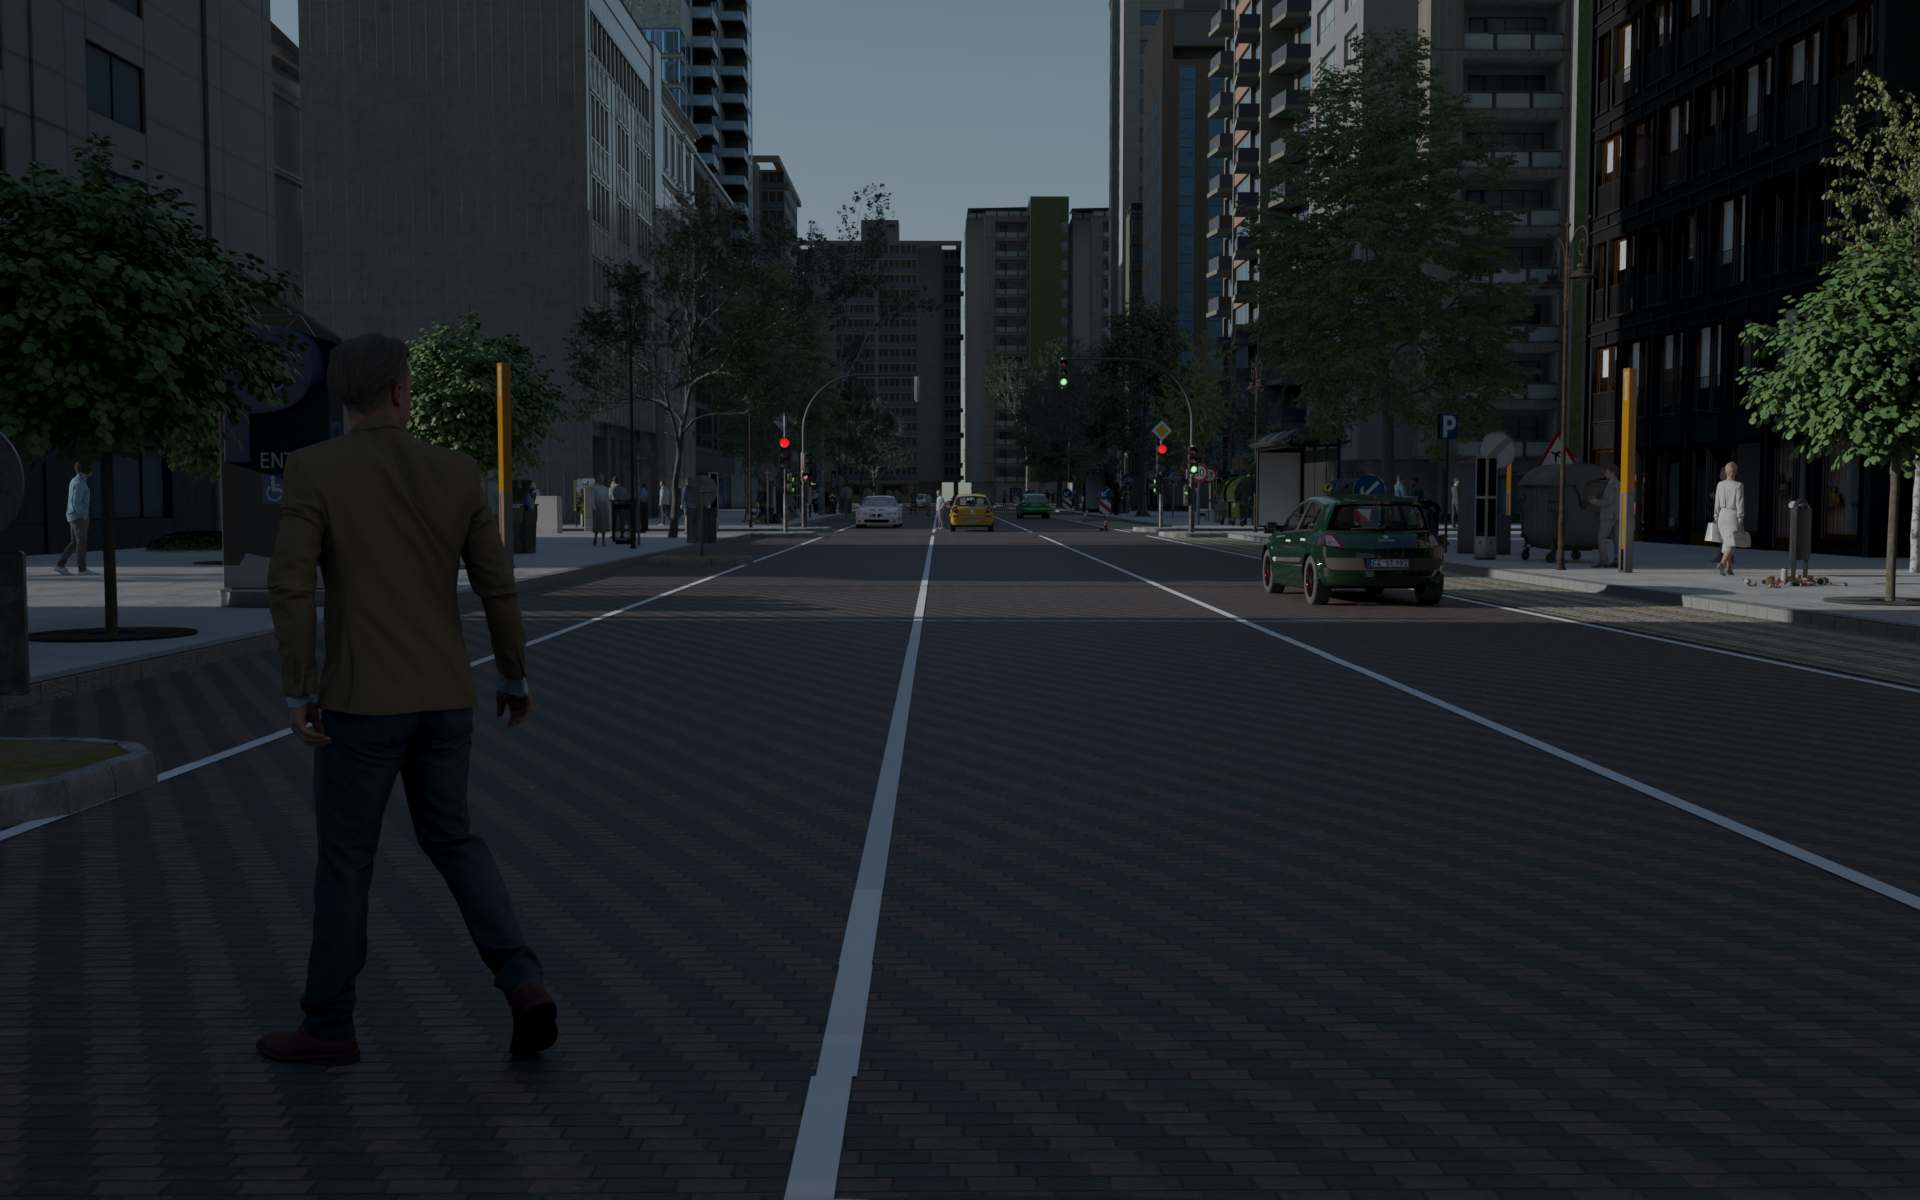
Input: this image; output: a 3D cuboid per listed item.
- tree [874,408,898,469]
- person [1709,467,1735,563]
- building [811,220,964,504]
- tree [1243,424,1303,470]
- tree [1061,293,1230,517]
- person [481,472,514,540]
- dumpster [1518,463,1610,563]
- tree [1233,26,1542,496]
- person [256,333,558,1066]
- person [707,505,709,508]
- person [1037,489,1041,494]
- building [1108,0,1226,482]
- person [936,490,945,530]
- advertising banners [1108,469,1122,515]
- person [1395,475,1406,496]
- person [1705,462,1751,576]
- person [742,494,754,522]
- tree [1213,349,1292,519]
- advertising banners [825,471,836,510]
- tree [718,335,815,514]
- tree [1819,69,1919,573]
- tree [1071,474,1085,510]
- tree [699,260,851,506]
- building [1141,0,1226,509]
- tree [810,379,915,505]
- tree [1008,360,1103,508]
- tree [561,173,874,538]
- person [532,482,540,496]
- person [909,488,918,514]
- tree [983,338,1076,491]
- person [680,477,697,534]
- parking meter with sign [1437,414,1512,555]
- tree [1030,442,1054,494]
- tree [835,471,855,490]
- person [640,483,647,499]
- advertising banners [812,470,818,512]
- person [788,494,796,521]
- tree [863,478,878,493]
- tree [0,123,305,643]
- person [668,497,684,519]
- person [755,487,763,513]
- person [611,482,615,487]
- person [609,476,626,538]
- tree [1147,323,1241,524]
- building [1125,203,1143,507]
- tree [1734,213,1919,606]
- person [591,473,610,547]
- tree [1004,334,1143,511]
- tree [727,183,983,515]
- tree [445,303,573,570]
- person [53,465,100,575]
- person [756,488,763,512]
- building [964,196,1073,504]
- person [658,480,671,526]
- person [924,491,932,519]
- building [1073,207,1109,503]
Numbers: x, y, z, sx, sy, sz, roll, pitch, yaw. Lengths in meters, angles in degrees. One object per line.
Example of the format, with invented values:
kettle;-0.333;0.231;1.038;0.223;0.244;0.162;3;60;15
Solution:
tree;-9.340;-12.358;136.457;8.767;10.594;7.601;-2;4;-33
person;14.152;-1.589;32.209;0.526;1.800;0.537;3;5;45
building;-11.473;-34.025;248.193;23.993;40.220;32.217;0;4;-1
tree;14.901;-5.985;81.576;4.285;4.588;4.351;0;3;0
tree;10.559;-11.114;98.714;9.611;12.733;9.660;0;3;0
person;-9.465;-1.749;35.123;0.782;1.767;0.515;-2;4;-23
dumpster;11.471;-1.655;32.810;1.264;1.857;1.865;0;4;-1
tree;10.306;-7.647;43.152;7.486;12.596;7.792;0;3;0
person;-1.384;0.247;4.380;0.836;1.842;0.656;1;4;16
person;-14.261;-5.670;98.630;0.818;1.842;0.514;-3;5;-41
person;5.329;-6.899;121.508;0.699;1.804;1.509;3;5;39
building;27.251;-39.911;194.542;21.231;58.520;28.212;0;4;-1
person;-0.820;-3.654;70.060;0.330;1.601;0.589;-1;4;-17
advertising banners;9.765;-6.883;108.728;0.090;3.025;2.074;2;4;29
person;12.777;-2.734;50.609;0.748;1.841;0.638;0;4;-6
person;12.019;-1.270;27.153;0.624;1.780;0.694;-1;4;-20
person;-9.595;-4.168;78.464;0.475;1.303;0.640;3;5;42
tree;14.788;-8.470;88.852;4.360;8.622;3.978;0;3;0
advertising banners;-10.095;-8.221;130.607;2.074;3.025;0.090;3;4;38
tree;-8.559;-7.770;77.408;4.360;8.622;3.978;0;3;0
tree;15.837;-4.752;28.055;4.737;8.622;4.395;0;3;0
tree;10.079;-9.121;143.728;1.663;3.219;1.824;0;3;0
tree;-9.136;-10.137;83.863;7.486;12.596;7.792;0;3;0
building;24.424;-31.105;158.670;14.600;45.320;14.200;0;4;-1
tree;-10.527;-16.706;183.519;12.009;13.543;11.850;0;3;0
tree;9.219;-15.508;160.207;9.857;13.997;8.962;0;3;0
tree;-8.166;-7.099;50.487;7.601;10.594;8.767;2;4;30
person;-17.485;-3.971;71.329;0.694;1.780;0.624;0;4;6
person;-3.429;-7.276;127.271;0.655;1.846;0.447;-1;4;-12
tree;9.406;-21.588;208.847;12.611;20.169;13.585;0;3;0
person;-8.672;-3.024;55.515;0.581;1.822;0.654;-2;4;-35
parking meter with sign;11.044;-2.496;37.074;0.543;3.016;1.738;-2;4;-31
tree;9.146;-14.362;185.174;4.737;8.622;4.395;0;3;0
tree;-9.595;-9.259;145.979;1.663;3.219;1.824;0;3;0
person;-15.119;-4.681;82.844;0.793;1.790;0.793;-2;4;-24
advertising banners;-10.507;-7.966;126.429;0.090;3.025;2.074;1;4;9
person;-8.152;-4.474;83.469;0.475;1.303;0.640;0;4;-5
tree;-10.522;-12.848;204.666;1.663;3.219;1.824;0;3;0
tree;-7.752;-1.946;15.528;4.285;4.588;4.351;0;3;0
person;-14.473;-4.740;89.035;1.012;1.151;0.738;3;5;42
person;-13.344;-6.895;118.993;1.509;1.804;0.699;-1;4;-15
person;-13.227;-3.678;66.369;0.537;1.800;0.526;2;4;26
person;-9.943;-2.696;50.297;0.511;1.800;0.466;-2;4;-25
tree;10.300;-7.634;75.185;4.737;8.622;4.395;0;3;0
building;23.376;-24.593;173.804;14.160;30.474;14.107;0;4;-1
tree;11.044;-2.236;20.277;4.285;4.588;4.351;0;3;0
person;-8.863;-2.217;42.521;0.478;1.798;0.641;-2;4;-26
tree;9.002;-13.551;131.929;12.009;13.543;11.850;0;3;0
tree;-7.047;-15.204;104.476;12.611;20.169;13.585;0;3;0
tree;-8.390;-2.823;29.877;4.285;4.588;4.351;0;3;0
person;-13.985;-1.303;27.360;0.620;1.820;0.660;-3;5;-39
person;-14.014;-7.000;121.089;0.593;1.750;0.643;-1;4;-17
building;7.662;-34.020;239.815;14.086;41.232;14.154;0;4;-1
person;-11.831;-3.905;69.736;0.795;1.843;0.661;1;4;16
person;-1.866;-5.559;101.199;0.330;1.601;0.589;2;4;30
building;22.123;-34.025;239.909;14.086;41.232;14.154;0;4;-1
